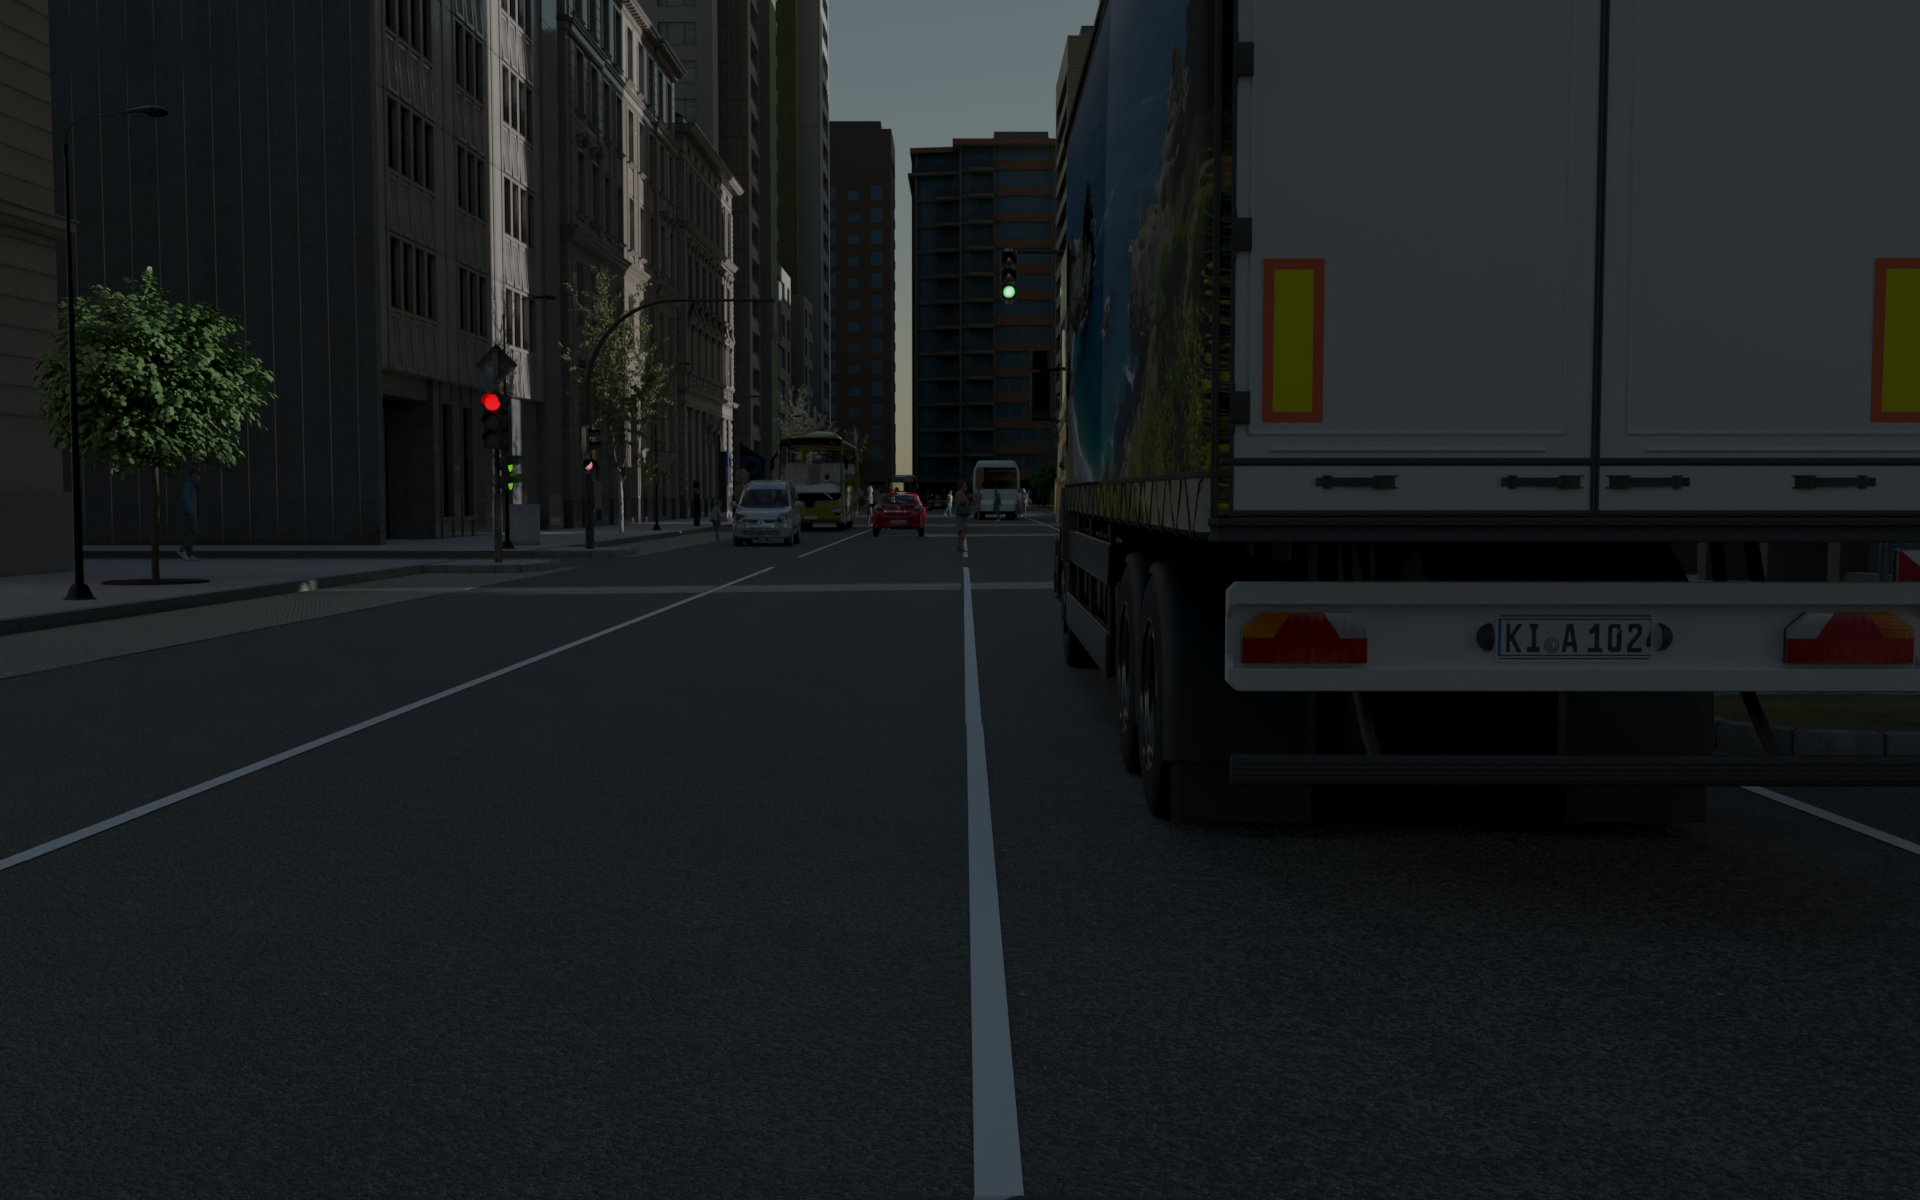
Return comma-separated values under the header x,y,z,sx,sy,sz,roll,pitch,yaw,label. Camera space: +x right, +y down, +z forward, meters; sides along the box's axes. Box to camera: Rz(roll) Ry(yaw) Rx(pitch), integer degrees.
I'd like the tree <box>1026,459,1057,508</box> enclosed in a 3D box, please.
x,y,z,sx,sy,sz,roll,pitch,yaw,label
7.719,-10.811,160.470,4.285,4.588,4.351,0,3,0,tree

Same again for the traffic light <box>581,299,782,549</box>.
x,y,z,sx,sy,sz,roll,pitch,yaw,label
-6.542,-4.021,40.419,4.771,5.953,1.251,0,3,0,traffic light

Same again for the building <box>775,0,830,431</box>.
x,y,z,sx,sy,sz,roll,pitch,yaw,label
-27.735,-38.879,177.676,28.212,58.520,21.231,0,3,0,building

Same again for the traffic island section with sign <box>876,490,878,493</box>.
x,y,z,sx,sy,sz,roll,pitch,yaw,label
-8.142,-9.823,169.236,1.989,1.847,2.006,0,3,0,traffic island section with sign

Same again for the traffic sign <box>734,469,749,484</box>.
x,y,z,sx,sy,sz,roll,pitch,yaw,label
-10.994,-5.327,87.210,0.768,2.556,0.104,0,4,2,traffic sign

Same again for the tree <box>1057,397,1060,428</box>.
x,y,z,sx,sy,sz,roll,pitch,yaw,label
8.546,-10.431,120.916,4.737,8.622,4.395,0,3,0,tree

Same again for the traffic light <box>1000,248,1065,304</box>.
x,y,z,sx,sy,sz,roll,pitch,yaw,label
3.123,-3.522,32.258,4.771,5.953,1.251,0,3,0,traffic light

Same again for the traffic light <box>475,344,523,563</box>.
x,y,z,sx,sy,sz,roll,pitch,yaw,label
-8.647,-2.659,32.402,0.839,4.253,0.868,0,3,0,traffic light

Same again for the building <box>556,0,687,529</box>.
x,y,z,sx,sy,sz,roll,pitch,yaw,label
-19.946,-17.013,75.425,12.463,27.353,25.104,0,3,0,building

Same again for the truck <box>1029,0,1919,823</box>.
x,y,z,sx,sy,sz,roll,pitch,yaw,label
2.009,-1.347,10.934,2.839,4.237,11.283,0,4,0,truck

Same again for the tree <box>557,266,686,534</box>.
x,y,z,sx,sy,sz,roll,pitch,yaw,label
-10.922,-6.445,55.734,4.737,8.622,4.395,0,3,0,tree

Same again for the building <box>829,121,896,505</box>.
x,y,z,sx,sy,sz,roll,pitch,yaw,label
-15.006,-34.103,207.697,14.200,45.320,14.600,0,3,0,building

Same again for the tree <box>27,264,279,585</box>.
x,y,z,sx,sy,sz,roll,pitch,yaw,label
-11.578,-2.515,24.832,4.285,4.588,4.351,0,3,0,tree

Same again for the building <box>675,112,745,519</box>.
x,y,z,sx,sy,sz,roll,pitch,yaw,label
-18.931,-16.477,98.281,11.050,23.489,19.941,0,3,0,building

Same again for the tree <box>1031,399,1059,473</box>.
x,y,z,sx,sy,sz,roll,pitch,yaw,label
7.357,-10.761,126.308,4.360,8.622,3.978,0,3,0,tree

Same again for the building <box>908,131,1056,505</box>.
x,y,z,sx,sy,sz,roll,pitch,yaw,label
6.652,-34.095,212.071,28.867,44.769,22.147,0,3,0,building

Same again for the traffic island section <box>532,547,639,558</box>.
x,y,z,sx,sy,sz,roll,pitch,yaw,label
-8.674,-1.116,40.522,2.009,0.180,2.903,0,3,0,traffic island section

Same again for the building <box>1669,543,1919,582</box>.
x,y,z,sx,sy,sz,roll,pitch,yaw,label
20.652,-21.981,14.015,22.147,44.769,28.867,0,3,0,building

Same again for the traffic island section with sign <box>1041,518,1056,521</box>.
x,y,z,sx,sy,sz,roll,pitch,yaw,label
5.352,-5.122,92.373,1.989,1.847,2.006,0,3,0,traffic island section with sign

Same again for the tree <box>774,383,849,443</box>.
x,y,z,sx,sy,sz,roll,pitch,yaw,label
-10.392,-10.025,114.273,4.360,8.622,3.978,0,3,0,tree

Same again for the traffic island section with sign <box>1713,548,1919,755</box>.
x,y,z,sx,sy,sz,roll,pitch,yaw,label
5.221,-0.091,10.114,1.989,1.847,2.006,0,3,0,traffic island section with sign

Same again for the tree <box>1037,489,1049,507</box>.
x,y,z,sx,sy,sz,roll,pitch,yaw,label
8.259,-10.909,172.957,1.663,3.219,1.824,0,3,0,tree

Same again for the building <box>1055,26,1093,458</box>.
x,y,z,sx,sy,sz,roll,pitch,yaw,label
20.955,-33.843,177.035,21.300,48.544,21.600,0,3,0,building

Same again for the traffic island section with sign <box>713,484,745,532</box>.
x,y,z,sx,sy,sz,roll,pitch,yaw,label
-8.309,-3.508,65.980,1.989,1.847,2.006,0,3,0,traffic island section with sign

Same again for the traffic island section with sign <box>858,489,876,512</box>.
x,y,z,sx,sy,sz,roll,pitch,yaw,label
-8.185,-8.175,142.281,1.989,1.847,2.006,0,3,0,traffic island section with sign

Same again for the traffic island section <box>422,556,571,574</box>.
x,y,z,sx,sy,sz,roll,pitch,yaw,label
-8.687,-0.627,32.537,2.009,0.180,2.903,0,3,0,traffic island section

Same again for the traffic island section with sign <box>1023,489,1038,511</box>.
x,y,z,sx,sy,sz,roll,pitch,yaw,label
5.448,-8.218,142.995,1.989,1.847,2.006,0,3,0,traffic island section with sign

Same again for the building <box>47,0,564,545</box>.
x,y,z,sx,sy,sz,roll,pitch,yaw,label
-20.459,-14.336,52.420,12.078,24.808,19.932,0,3,0,building

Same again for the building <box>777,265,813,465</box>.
x,y,z,sx,sy,sz,roll,pitch,yaw,label
-27.374,-18.342,144.929,27.650,21.520,28.899,0,3,0,building

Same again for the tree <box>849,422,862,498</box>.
x,y,z,sx,sy,sz,roll,pitch,yaw,label
-10.292,-11.350,135.929,4.360,8.622,3.978,0,3,0,tree

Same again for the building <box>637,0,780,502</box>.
x,y,z,sx,sy,sz,roll,pitch,yaw,label
-20.627,-26.867,122.865,14.154,41.232,14.086,0,3,0,building

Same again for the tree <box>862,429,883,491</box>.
x,y,z,sx,sy,sz,roll,pitch,yaw,label
-10.735,-14.261,183.532,4.360,8.622,3.978,0,3,0,tree

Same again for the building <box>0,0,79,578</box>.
x,y,z,sx,sy,sz,roll,pitch,yaw,label
-25.859,-14.335,21.775,23.554,28.519,14.401,0,3,0,building
